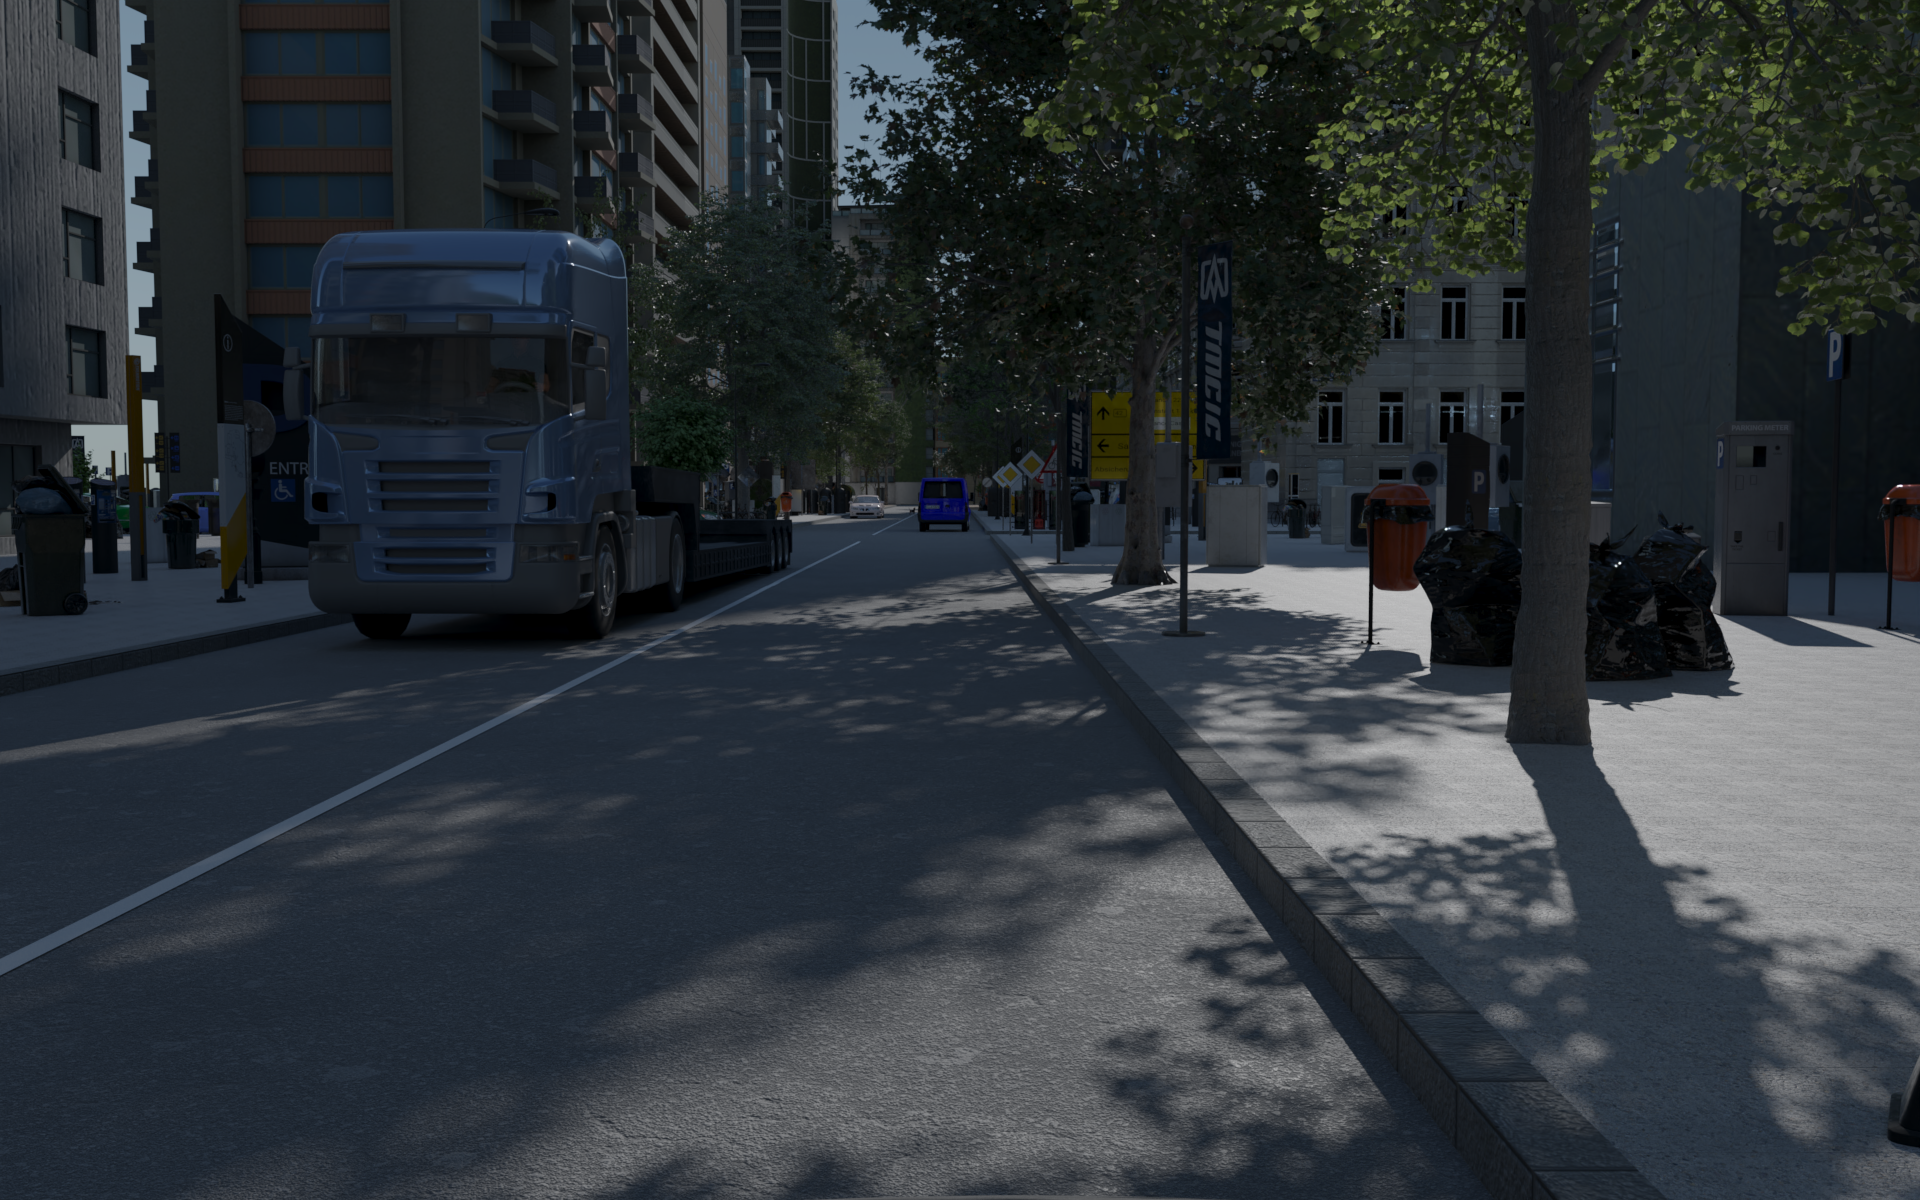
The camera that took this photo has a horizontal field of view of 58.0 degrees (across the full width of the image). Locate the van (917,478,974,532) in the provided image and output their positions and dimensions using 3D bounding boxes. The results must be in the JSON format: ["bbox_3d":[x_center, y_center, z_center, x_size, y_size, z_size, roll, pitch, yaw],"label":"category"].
[{"bbox_3d":[-0.583,-3.855,67.409,2.240,2.365,5.245,0,4,1],"label":"van"}]

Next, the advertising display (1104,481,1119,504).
[{"bbox_3d":[4.196,-2.597,47.682,0.123,1.923,0.974,2,4,25],"label":"advertising display"}]

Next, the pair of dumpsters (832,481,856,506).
[{"bbox_3d":[-8.518,-7.591,126.602,1.574,2.255,4.437,0,3,0],"label":"pair of dumpsters"}]

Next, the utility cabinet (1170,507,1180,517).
[{"bbox_3d":[11.851,-5.252,97.026,1.020,1.237,0.306,0,4,1],"label":"utility cabinet"}]

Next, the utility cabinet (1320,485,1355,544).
[{"bbox_3d":[9.704,-2.180,44.329,0.318,1.500,1.173,3,5,44],"label":"utility cabinet"}]

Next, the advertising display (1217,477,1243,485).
[{"bbox_3d":[10.219,-3.691,65.566,0.974,1.923,0.123,1,4,19],"label":"advertising display"}]

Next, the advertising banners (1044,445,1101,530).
[{"bbox_3d":[4.110,-4.004,61.655,2.074,3.025,0.090,0,4,-7],"label":"advertising banners"}]

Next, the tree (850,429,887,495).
[{"bbox_3d":[-8.487,-13.380,169.119,4.360,8.622,3.978,0,3,0],"label":"tree"}]

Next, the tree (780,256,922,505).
[{"bbox_3d":[-7.944,-17.116,135.737,12.611,20.169,13.585,0,3,0],"label":"tree"}]

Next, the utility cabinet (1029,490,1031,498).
[{"bbox_3d":[4.144,-5.779,103.168,1.173,1.500,0.318,2,4,31],"label":"utility cabinet"}]

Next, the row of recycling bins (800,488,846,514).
[{"bbox_3d":[-9.209,-6.521,113.725,3.534,1.692,1.069,1,4,8],"label":"row of recycling bins"}]

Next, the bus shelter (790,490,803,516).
[{"bbox_3d":[-10.054,-6.766,104.541,2.014,3.302,5.546,0,4,0],"label":"bus shelter"}]

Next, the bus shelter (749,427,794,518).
[{"bbox_3d":[-10.699,-7.226,95.785,2.179,5.291,8.768,0,3,0],"label":"bus shelter"}]

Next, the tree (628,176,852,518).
[{"bbox_3d":[-8.845,-9.954,69.399,9.857,13.997,8.962,0,3,0],"label":"tree"}]

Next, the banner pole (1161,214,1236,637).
[{"bbox_3d":[2.151,-1.554,15.418,0.401,3.779,0.863,-2,4,-32],"label":"banner pole"}]

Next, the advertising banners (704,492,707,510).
[{"bbox_3d":[-19.503,-8.424,133.919,2.074,3.025,0.090,-1,4,-15],"label":"advertising banners"}]

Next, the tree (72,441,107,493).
[{"bbox_3d":[-32.130,-4.213,63.490,1.663,3.219,1.824,0,3,0],"label":"tree"}]

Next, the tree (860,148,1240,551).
[{"bbox_3d":[2.463,-6.393,38.938,8.767,10.594,7.601,0,4,1],"label":"tree"}]

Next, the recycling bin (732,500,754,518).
[{"bbox_3d":[-9.036,-3.651,72.251,0.722,1.027,0.722,-2,4,-31],"label":"recycling bin"}]

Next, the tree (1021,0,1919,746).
[{"bbox_3d":[2.867,-5.562,9.060,7.486,12.596,7.792,0,3,0],"label":"tree"}]

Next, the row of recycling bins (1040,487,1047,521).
[{"bbox_3d":[5.123,-5.326,94.196,1.069,1.692,3.534,1,4,23],"label":"row of recycling bins"}]

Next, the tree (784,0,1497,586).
[{"bbox_3d":[2.598,-6.562,24.299,9.611,12.733,9.660,0,3,0],"label":"tree"}]

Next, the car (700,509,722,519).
[{"bbox_3d":[-10.411,-2.840,58.236,4.920,1.459,2.131,0,4,0],"label":"car"}]

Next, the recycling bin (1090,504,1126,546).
[{"bbox_3d":[3.657,-1.851,42.814,0.722,1.027,0.722,-1,4,-13],"label":"recycling bin"}]

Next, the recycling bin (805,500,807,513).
[{"bbox_3d":[-11.088,-6.687,121.881,0.722,1.027,0.722,-3,4,-37],"label":"recycling bin"}]

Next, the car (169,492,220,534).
[{"bbox_3d":[-23.963,-2.853,56.235,3.694,1.707,1.945,0,4,0],"label":"car"}]

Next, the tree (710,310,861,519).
[{"bbox_3d":[-8.533,-9.177,84.464,8.767,10.594,7.601,0,4,1],"label":"tree"}]

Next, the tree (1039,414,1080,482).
[{"bbox_3d":[8.065,-11.066,131.295,4.737,8.622,4.395,0,3,0],"label":"tree"}]

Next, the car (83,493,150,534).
[{"bbox_3d":[-29.257,-2.964,57.263,4.718,1.807,1.959,0,4,0],"label":"car"}]

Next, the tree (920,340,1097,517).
[{"bbox_3d":[2.997,-11.311,95.301,12.009,13.543,11.850,0,3,0],"label":"tree"}]

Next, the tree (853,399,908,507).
[{"bbox_3d":[-8.441,-15.365,176.966,9.928,11.665,9.643,0,3,0],"label":"tree"}]

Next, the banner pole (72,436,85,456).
[{"bbox_3d":[-33.292,-4.591,65.081,0.863,3.779,0.401,-1,4,-22],"label":"banner pole"}]

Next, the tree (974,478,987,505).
[{"bbox_3d":[2.453,-12.857,204.809,1.663,3.219,1.824,0,3,0],"label":"tree"}]

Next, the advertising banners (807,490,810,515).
[{"bbox_3d":[-9.528,-6.908,109.129,0.090,3.025,2.074,0,3,0],"label":"advertising banners"}]

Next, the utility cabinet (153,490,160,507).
[{"bbox_3d":[-45.374,-5.513,98.810,0.318,1.500,1.173,2,4,31],"label":"utility cabinet"}]

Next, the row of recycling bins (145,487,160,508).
[{"bbox_3d":[-61.992,-7.671,132.534,3.534,1.692,1.069,0,4,5],"label":"row of recycling bins"}]

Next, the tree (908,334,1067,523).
[{"bbox_3d":[2.656,-9.250,76.994,9.928,11.665,9.643,0,3,0],"label":"tree"}]

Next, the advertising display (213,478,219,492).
[{"bbox_3d":[-30.047,-3.973,70.178,0.123,1.923,0.974,-3,4,-37],"label":"advertising display"}]

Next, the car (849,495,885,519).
[{"bbox_3d":[-5.462,-5.482,101.989,2.083,1.381,4.827,0,4,0],"label":"car"}]

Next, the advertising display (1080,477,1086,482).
[{"bbox_3d":[4.773,-3.807,67.461,0.123,1.923,0.974,0,4,-2],"label":"advertising display"}]

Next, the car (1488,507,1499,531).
[{"bbox_3d":[16.921,-2.819,58.090,4.499,1.417,2.014,0,4,1],"label":"car"}]

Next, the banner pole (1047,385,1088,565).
[{"bbox_3d":[2.005,-2.546,31.643,0.863,3.779,0.401,-2,4,-27],"label":"banner pole"}]

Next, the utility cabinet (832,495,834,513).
[{"bbox_3d":[-8.517,-6.478,117.072,0.306,1.237,1.020,2,4,29],"label":"utility cabinet"}]

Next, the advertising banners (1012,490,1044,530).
[{"bbox_3d":[2.828,-4.052,62.437,2.074,3.025,0.090,2,4,27],"label":"advertising banners"}]

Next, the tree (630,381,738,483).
[{"bbox_3d":[-8.173,-4.095,50.661,4.285,4.588,4.351,0,3,0],"label":"tree"}]

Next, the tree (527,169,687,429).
[{"bbox_3d":[-8.555,-5.494,40.186,4.737,8.622,4.395,0,3,0],"label":"tree"}]

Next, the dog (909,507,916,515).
[{"bbox_3d":[-3.314,-6.161,120.016,0.406,0.507,0.540,1,4,9],"label":"dog"}]

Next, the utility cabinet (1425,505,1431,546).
[{"bbox_3d":[10.953,-1.810,40.754,1.020,1.237,0.306,3,5,43],"label":"utility cabinet"}]

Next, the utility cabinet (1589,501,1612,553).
[{"bbox_3d":[5.794,-0.312,16.271,0.306,1.237,1.020,3,5,40],"label":"utility cabinet"}]

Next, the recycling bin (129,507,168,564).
[{"bbox_3d":[-15.033,-1.213,32.391,0.722,1.027,0.722,3,5,45],"label":"recycling bin"}]

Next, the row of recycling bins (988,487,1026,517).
[{"bbox_3d":[2.781,-5.682,100.009,1.069,1.692,3.534,2,4,33],"label":"row of recycling bins"}]
